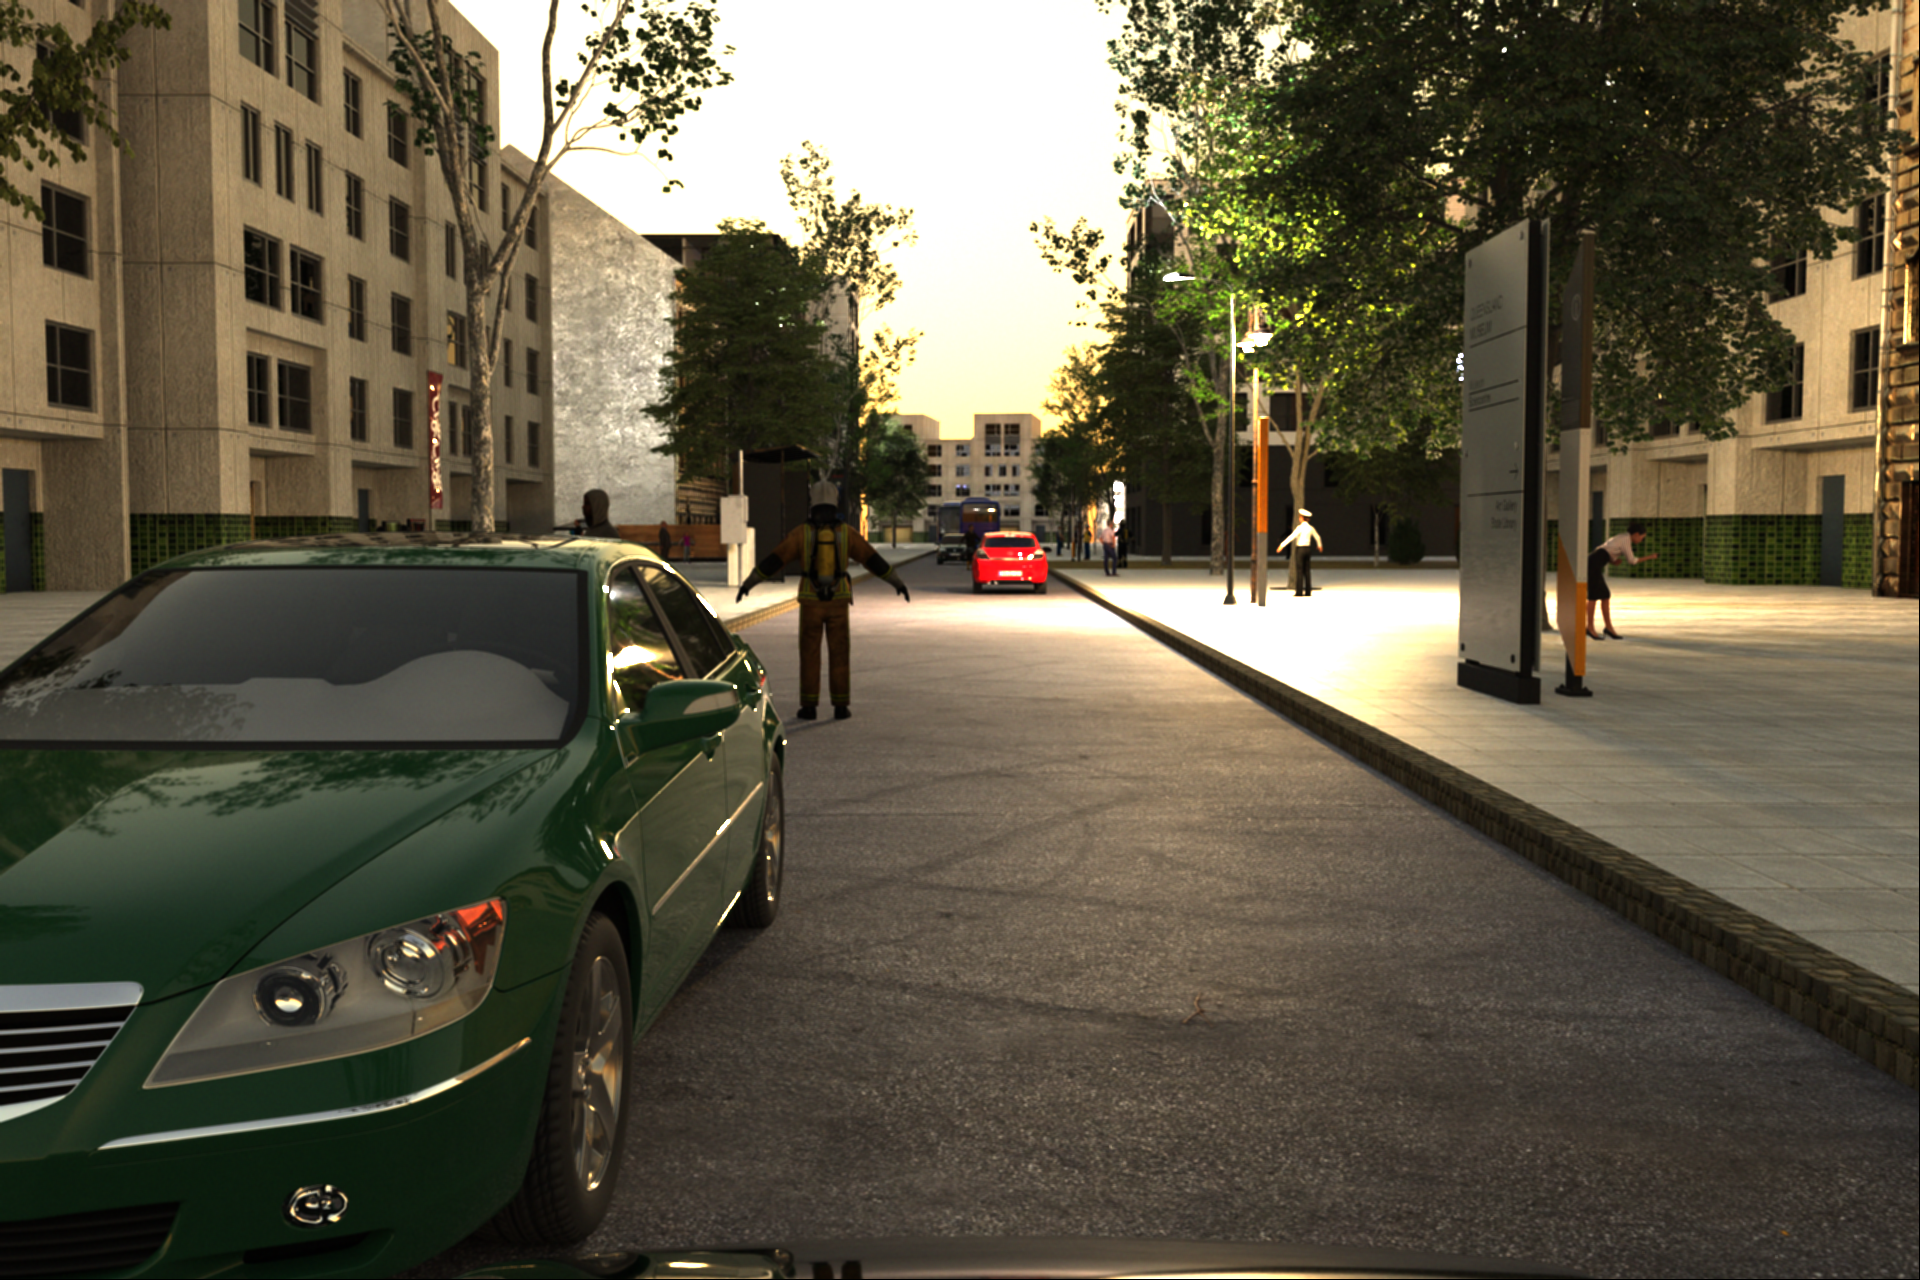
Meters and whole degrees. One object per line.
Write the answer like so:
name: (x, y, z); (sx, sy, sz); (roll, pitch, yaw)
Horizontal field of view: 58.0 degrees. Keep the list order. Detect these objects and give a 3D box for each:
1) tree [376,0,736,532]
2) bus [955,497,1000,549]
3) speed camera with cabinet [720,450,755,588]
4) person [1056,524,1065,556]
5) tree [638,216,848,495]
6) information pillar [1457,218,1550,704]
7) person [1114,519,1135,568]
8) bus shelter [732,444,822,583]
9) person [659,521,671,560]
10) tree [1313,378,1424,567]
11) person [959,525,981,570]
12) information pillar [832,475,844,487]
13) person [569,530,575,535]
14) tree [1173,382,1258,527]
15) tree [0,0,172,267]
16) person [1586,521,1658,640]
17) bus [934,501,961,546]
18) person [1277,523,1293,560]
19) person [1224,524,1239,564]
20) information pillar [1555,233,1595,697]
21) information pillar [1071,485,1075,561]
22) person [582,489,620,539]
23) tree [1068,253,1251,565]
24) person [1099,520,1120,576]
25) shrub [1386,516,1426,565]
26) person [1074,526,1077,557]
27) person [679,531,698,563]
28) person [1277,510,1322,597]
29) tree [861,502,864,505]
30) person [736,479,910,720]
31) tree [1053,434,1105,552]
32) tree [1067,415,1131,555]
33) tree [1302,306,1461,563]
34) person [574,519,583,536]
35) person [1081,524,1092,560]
tree: (-7.143, -10.573, 28.751); (12.611, 20.169, 13.585); (0, 3, 0)
bus: (1.188, -7.603, 115.863); (2.896, 3.916, 12.251); (0, 4, -1)
speed camera with cabinet: (-5.363, -2.899, 41.741); (0.660, 3.252, 2.038); (0, 4, 1)
person: (5.817, -5.818, 100.979); (0.705, 1.847, 1.347); (-1, 4, -17)
tree: (-7.758, -8.856, 62.919); (7.486, 12.596, 7.792); (0, 3, 0)
information pillar: (4.296, -1.373, 13.760); (0.184, 3.620, 1.656); (0, 4, 0)
person: (6.152, -3.671, 65.800); (1.354, 1.856, 0.705); (-2, 4, -31)
bus shelter: (-5.043, -3.498, 48.483); (1.731, 3.624, 6.357); (0, 4, 2)
person: (-10.686, -3.442, 62.876); (0.434, 1.755, 0.990); (1, 4, 10)
tree: (16.152, -7.164, 67.498); (4.737, 8.622, 4.395); (0, 3, 0)
person: (0.460, -3.707, 69.200); (1.346, 1.812, 0.704); (-2, 4, -35)
information pillar: (-5.323, -5.330, 76.528); (0.750, 3.857, 0.750); (0, 4, 1)
person: (-20.506, -5.218, 91.445); (0.704, 1.817, 1.347); (1, 4, 11)
tree: (11.914, -7.946, 80.284); (4.737, 8.622, 4.395); (0, 3, 0)
tree: (-8.481, -3.888, 13.930); (4.737, 8.622, 4.395); (0, 3, 0)
person: (7.982, -0.725, 21.083); (0.799, 1.438, 0.628); (-2, 4, -31)
bus: (-0.362, -8.677, 133.419); (2.896, 3.916, 12.251); (0, 4, 1)
person: (16.667, -4.985, 87.443); (1.347, 1.837, 0.705); (-1, 4, -17)
person: (11.337, -4.067, 73.298); (1.217, 1.733, 0.721); (-2, 4, -27)
information pillar: (4.897, -1.372, 13.790); (0.183, 3.616, 0.504); (0, 4, 1)
information pillar: (5.399, -5.584, 82.654); (0.183, 3.616, 0.504); (0, 4, -1)
person: (-3.129, -0.383, 14.845); (0.705, 1.813, 1.348); (-2, 4, -35)
tree: (8.303, -9.353, 71.051); (7.486, 12.596, 7.792); (0, 3, 0)
person: (4.594, -2.811, 52.941); (0.436, 1.711, 0.756); (-1, 4, -23)
shrub: (18.511, -4.145, 71.807); (1.661, 2.075, 1.752); (0, 3, 0)
person: (6.511, -5.548, 97.425); (0.721, 1.740, 1.216); (1, 4, 8)
person: (-11.915, -4.068, 75.782); (0.991, 1.433, 0.599); (-3, 5, -44)
person: (6.931, -1.759, 35.219); (1.216, 1.778, 0.721); (-2, 4, -34)
tree: (-16.171, -18.765, 257.163); (4.737, 8.622, 4.395); (0, 3, 0)
person: (-1.055, -0.320, 13.452); (1.354, 1.858, 0.705); (-1, 4, -8)
tree: (8.593, -10.489, 121.860); (4.360, 8.622, 3.978); (0, 3, 0)
tree: (8.255, -9.551, 106.513); (4.360, 8.622, 3.978); (0, 3, 0)
tree: (19.085, -9.763, 77.747); (7.486, 12.596, 7.792); (0, 3, 0)
person: (-13.412, -3.330, 60.669); (0.705, 1.803, 1.348); (-2, 4, -33)
person: (6.198, -4.829, 85.410); (0.721, 1.772, 1.216); (-2, 4, -24)
